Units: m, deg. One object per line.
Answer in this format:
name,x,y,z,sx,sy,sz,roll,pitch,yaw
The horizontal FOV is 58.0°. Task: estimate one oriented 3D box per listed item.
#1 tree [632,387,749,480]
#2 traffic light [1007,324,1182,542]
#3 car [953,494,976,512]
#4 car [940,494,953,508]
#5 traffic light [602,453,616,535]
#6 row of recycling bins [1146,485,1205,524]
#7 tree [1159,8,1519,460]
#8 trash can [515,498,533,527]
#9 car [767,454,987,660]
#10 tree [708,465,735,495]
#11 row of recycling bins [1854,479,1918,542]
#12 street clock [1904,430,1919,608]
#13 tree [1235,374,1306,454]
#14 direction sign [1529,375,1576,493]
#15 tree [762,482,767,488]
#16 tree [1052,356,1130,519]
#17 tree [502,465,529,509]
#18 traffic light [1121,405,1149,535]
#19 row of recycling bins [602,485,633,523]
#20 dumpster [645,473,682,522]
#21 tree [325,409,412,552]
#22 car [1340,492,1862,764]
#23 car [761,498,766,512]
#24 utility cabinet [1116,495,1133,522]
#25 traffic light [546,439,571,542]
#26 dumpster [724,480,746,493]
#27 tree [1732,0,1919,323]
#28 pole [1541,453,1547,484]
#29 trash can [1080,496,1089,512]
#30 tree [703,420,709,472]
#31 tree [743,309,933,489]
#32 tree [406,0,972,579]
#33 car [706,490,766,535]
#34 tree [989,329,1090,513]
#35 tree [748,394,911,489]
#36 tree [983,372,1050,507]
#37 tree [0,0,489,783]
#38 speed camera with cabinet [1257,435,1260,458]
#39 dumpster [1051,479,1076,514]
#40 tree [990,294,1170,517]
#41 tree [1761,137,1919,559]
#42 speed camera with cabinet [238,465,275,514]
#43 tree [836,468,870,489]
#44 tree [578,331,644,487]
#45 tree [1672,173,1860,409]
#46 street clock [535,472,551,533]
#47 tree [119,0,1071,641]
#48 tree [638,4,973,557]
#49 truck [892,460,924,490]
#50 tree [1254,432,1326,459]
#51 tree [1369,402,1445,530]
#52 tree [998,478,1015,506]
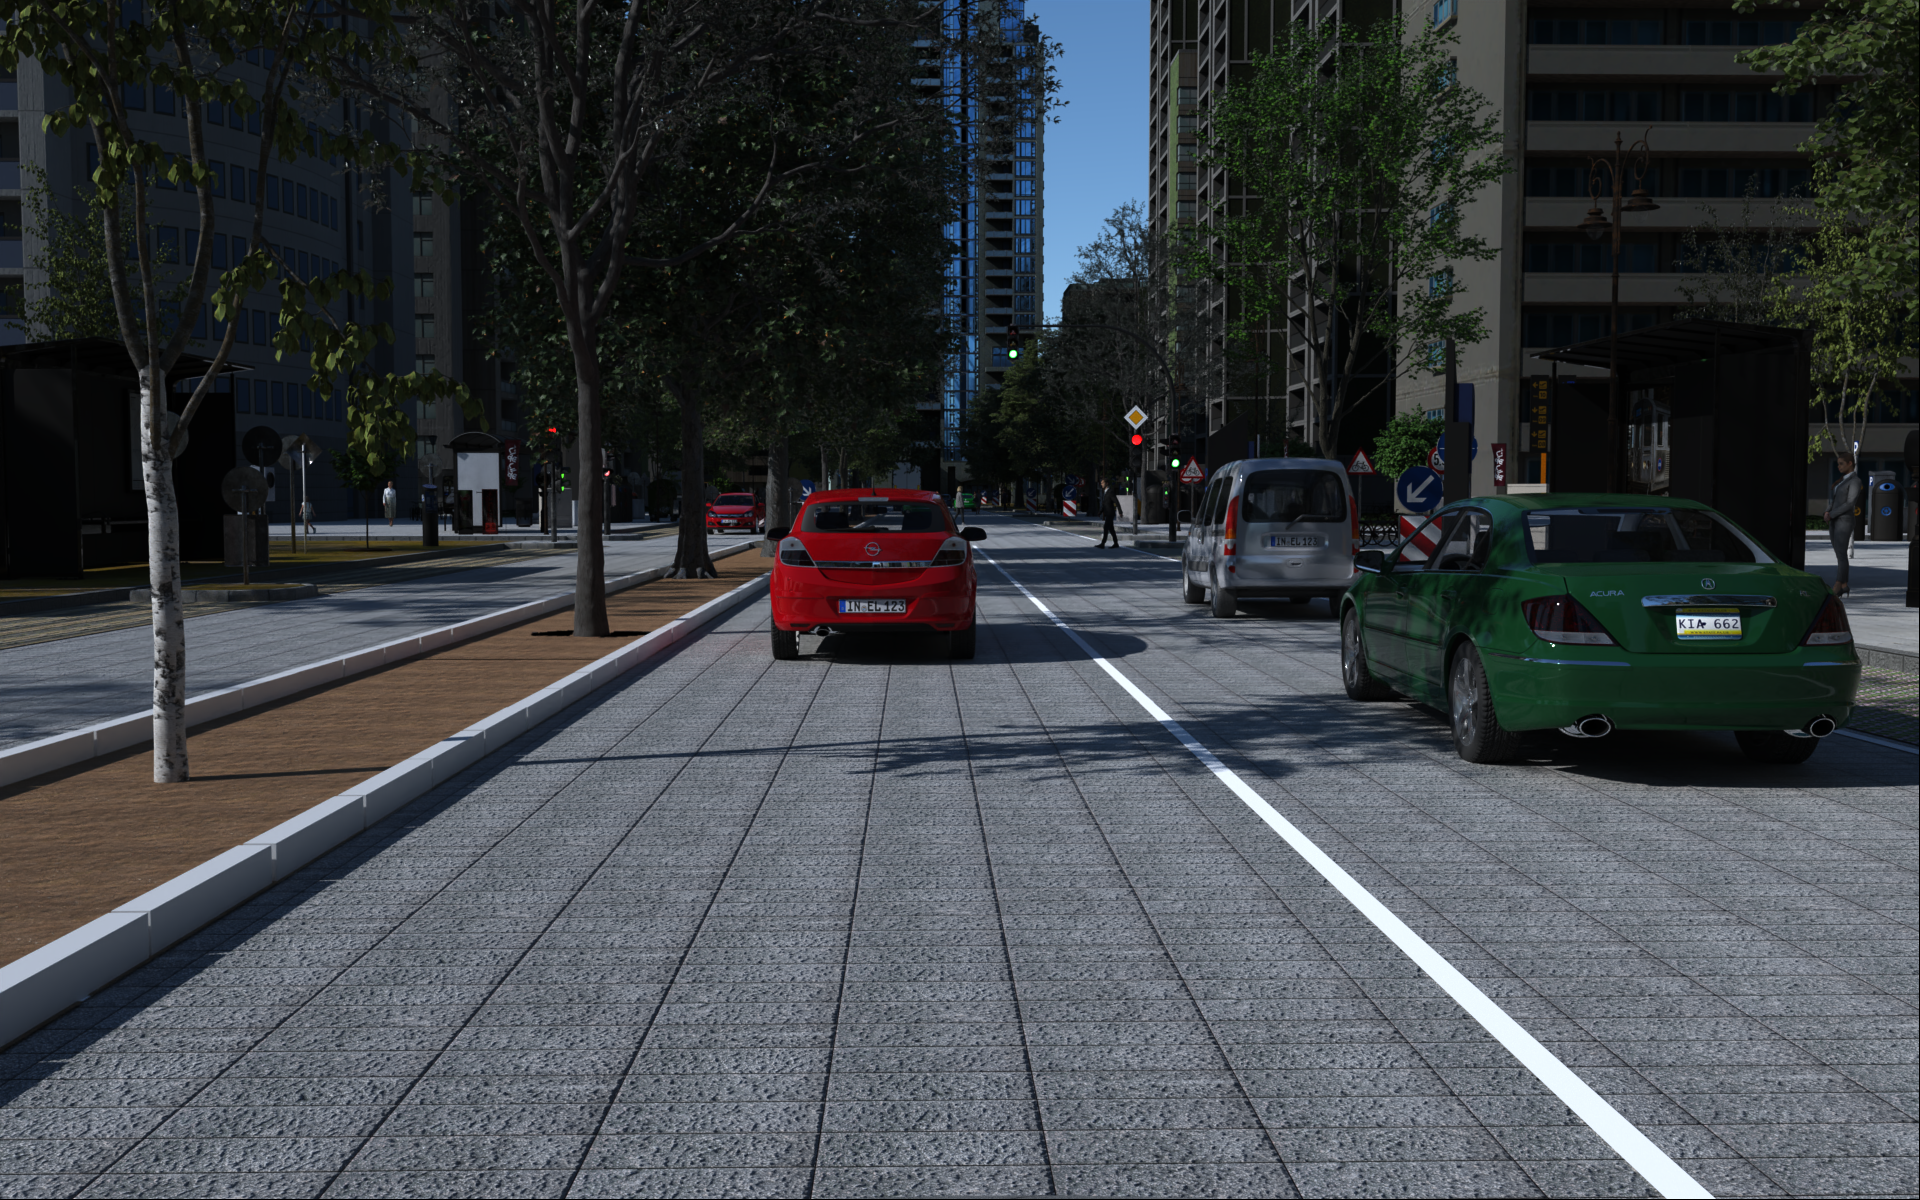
tree,-14.648,-10.778,94.343,7.486,12.596,7.792,0,3,0
traffic light,3.624,-4.391,46.455,4.771,5.953,1.251,0,4,-1
car,0.383,-8.089,141.052,1.959,1.807,4.718,0,4,-2
car,-1.619,-9.981,175.197,2.014,1.417,4.499,0,4,0
traffic light,-8.950,-4.870,54.294,4.771,5.953,1.251,0,4,-1
row of recycling bins,9.554,-4.192,75.644,3.534,1.692,1.069,-3,4,-37
tree,8.202,-6.874,38.146,9.928,11.665,9.643,0,3,0
trash can,-16.932,-3.403,67.285,0.748,1.137,0.748,0,3,0
car,-0.797,-0.456,16.502,2.155,1.783,4.494,0,4,-2
tree,-15.590,-7.182,112.028,1.663,3.219,1.824,0,3,0
row of recycling bins,25.604,-2.437,46.957,3.534,1.692,1.069,2,4,33
street clock,10.856,-0.917,19.571,0.471,2.002,0.358,-3,5,-40
tree,18.625,-9.426,104.472,4.360,8.622,3.978,0,3,0
direction sign,11.269,-2.507,32.988,0.876,3.537,0.379,0,4,-3
tree,-15.889,-9.214,145.253,1.663,3.219,1.824,0,3,0
tree,7.130,-8.505,89.425,4.737,8.622,4.395,0,3,0
tree,-26.061,-6.474,100.448,1.663,3.219,1.824,0,3,0
traffic light,5.517,-4.019,54.630,0.839,4.253,0.868,0,4,-1
row of recycling bins,-17.145,-4.846,86.341,1.069,1.692,3.534,0,4,1
dumpster,-13.761,-4.768,80.454,1.502,2.255,1.985,0,4,-1
tree,-13.460,-2.710,38.908,1.663,3.219,1.824,0,3,0
car,3.615,0.071,10.641,2.131,1.459,4.920,0,4,0
car,-12.339,-6.138,112.930,1.945,1.354,3.894,0,4,-2
utility cabinet,7.791,-4.264,80.871,1.020,1.237,0.306,3,5,44
traffic light,-10.842,-3.505,46.225,0.839,4.253,0.868,0,4,-1
dumpster,-15.851,-7.268,121.322,1.502,2.255,1.985,0,4,-2
tree,9.401,-5.788,12.769,7.486,12.596,7.792,0,3,0
pole,18.622,-3.758,55.288,0.158,3.312,0.155,0,3,0
trash can,8.834,-6.772,122.372,0.748,1.137,0.748,0,3,0
tree,-15.157,-8.299,86.056,4.737,8.622,4.395,0,3,0
tree,-4.844,-8.838,72.711,9.928,11.665,9.643,0,3,0
tree,-4.553,-6.714,29.237,9.611,12.733,9.660,0,3,0
car,-8.083,-3.282,62.704,2.155,1.783,4.494,0,4,0
tree,5.736,-12.303,119.277,7.486,12.596,7.792,0,3,0
tree,-5.545,-9.839,81.458,7.486,12.596,7.792,0,3,0
tree,5.812,-16.453,175.661,9.857,13.997,8.962,0,3,0
tree,-3.873,-3.382,8.113,4.737,8.622,4.395,0,3,0
speed camera with cabinet,10.042,-3.913,58.309,0.660,3.252,2.038,2,4,26
dumpster,6.786,-6.763,113.070,1.502,2.255,1.985,0,4,-2
tree,7.543,-11.108,98.620,9.611,12.733,9.660,0,3,0
tree,17.794,-5.135,34.324,4.737,8.622,4.395,0,3,0
speed camera with cabinet,-22.635,-3.736,55.423,0.660,3.252,2.038,0,4,3
tree,-6.600,-10.326,121.647,4.360,8.622,3.978,0,3,0
tree,-13.906,-7.011,64.985,4.360,8.622,3.978,0,3,0
tree,18.649,-5.533,40.828,4.360,8.622,3.978,0,3,0
street clock,-13.858,-3.247,57.654,0.471,2.002,0.358,0,4,6
tree,-3.673,-6.363,16.870,12.009,13.543,11.850,0,3,0
tree,-4.196,-7.946,39.025,9.857,13.997,8.962,0,3,0
truck,-4.442,-9.655,146.779,2.839,4.237,11.283,0,4,-1
tree,18.644,-6.877,96.154,4.285,4.588,4.351,0,3,0
tree,16.417,-4.788,62.005,4.285,4.588,4.351,0,3,0
tree,4.524,-14.643,189.775,4.737,8.622,4.395,0,3,0
